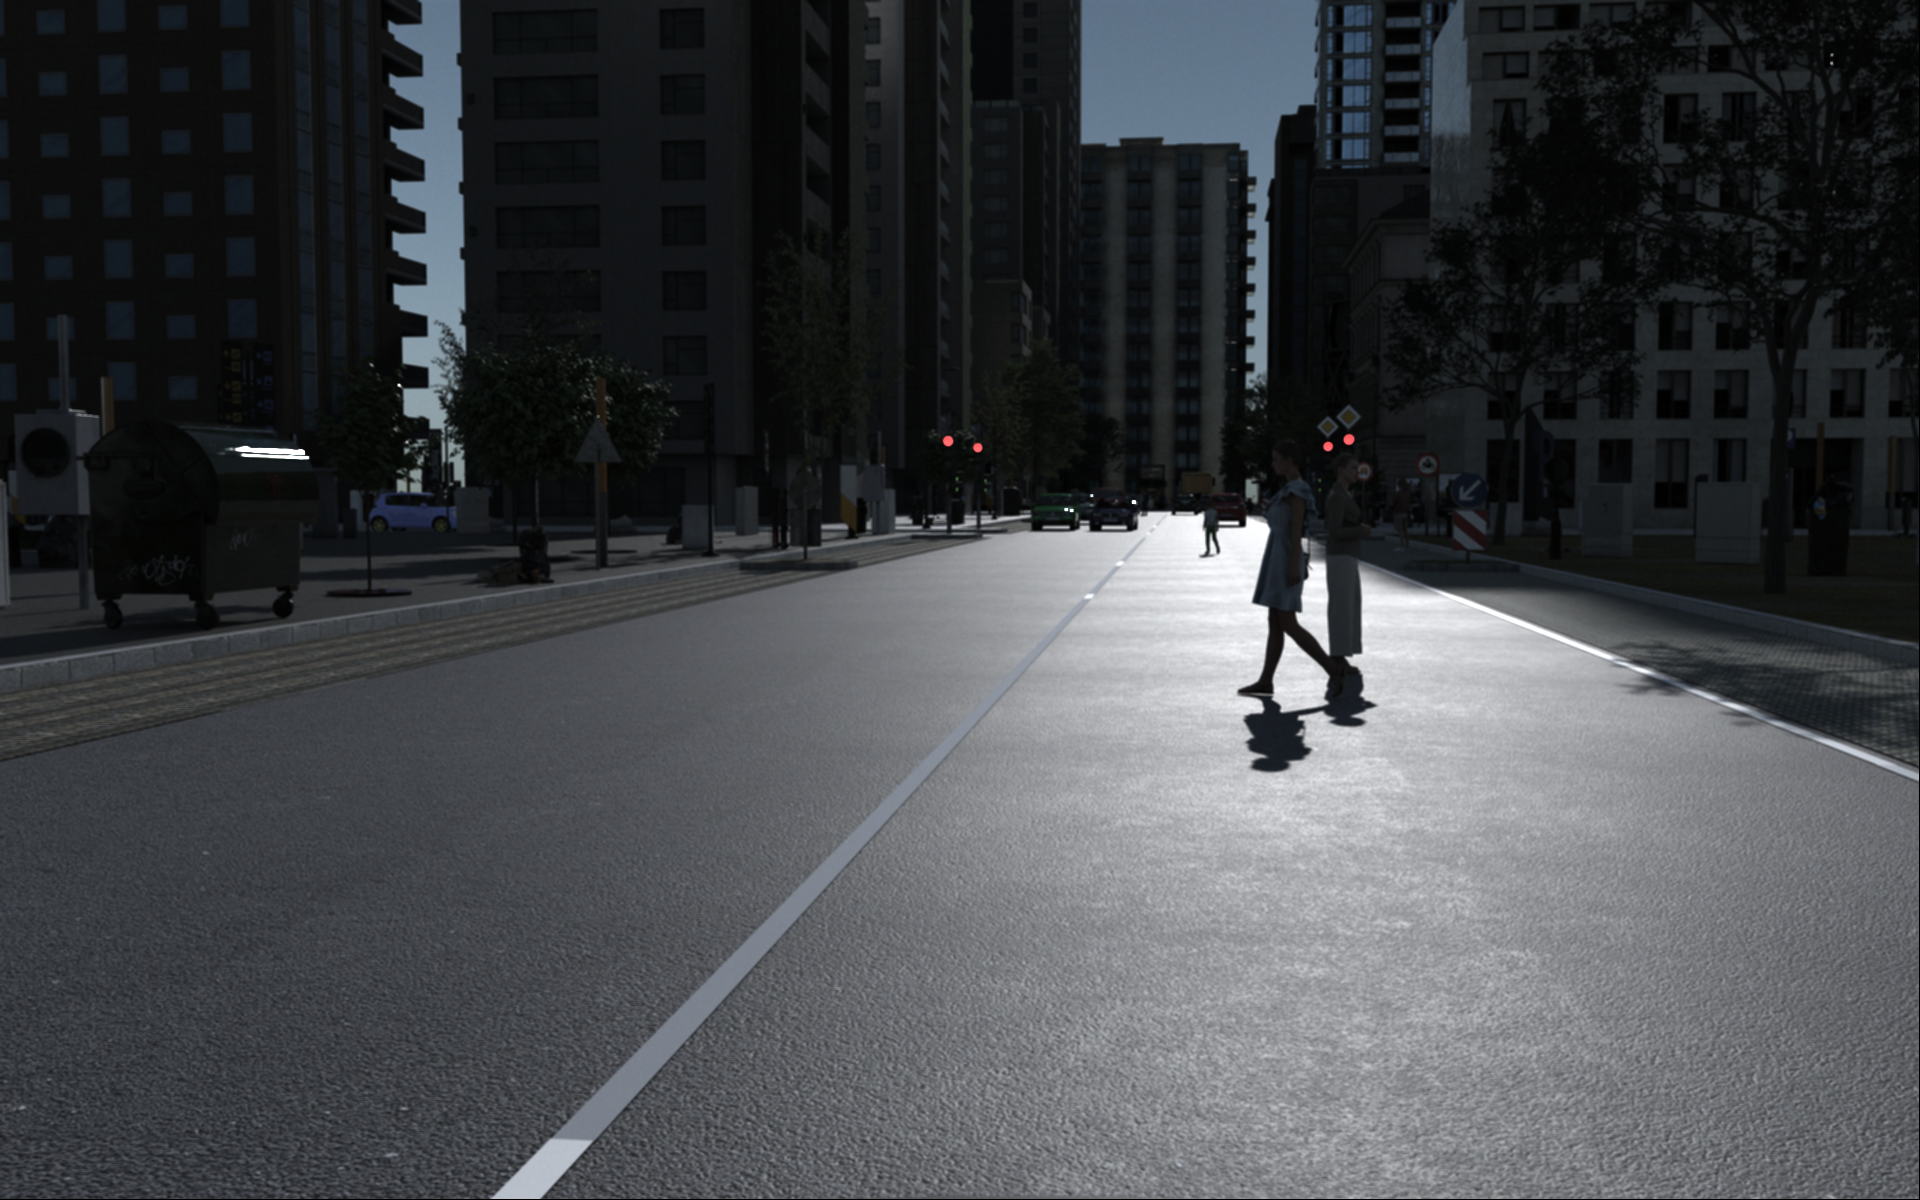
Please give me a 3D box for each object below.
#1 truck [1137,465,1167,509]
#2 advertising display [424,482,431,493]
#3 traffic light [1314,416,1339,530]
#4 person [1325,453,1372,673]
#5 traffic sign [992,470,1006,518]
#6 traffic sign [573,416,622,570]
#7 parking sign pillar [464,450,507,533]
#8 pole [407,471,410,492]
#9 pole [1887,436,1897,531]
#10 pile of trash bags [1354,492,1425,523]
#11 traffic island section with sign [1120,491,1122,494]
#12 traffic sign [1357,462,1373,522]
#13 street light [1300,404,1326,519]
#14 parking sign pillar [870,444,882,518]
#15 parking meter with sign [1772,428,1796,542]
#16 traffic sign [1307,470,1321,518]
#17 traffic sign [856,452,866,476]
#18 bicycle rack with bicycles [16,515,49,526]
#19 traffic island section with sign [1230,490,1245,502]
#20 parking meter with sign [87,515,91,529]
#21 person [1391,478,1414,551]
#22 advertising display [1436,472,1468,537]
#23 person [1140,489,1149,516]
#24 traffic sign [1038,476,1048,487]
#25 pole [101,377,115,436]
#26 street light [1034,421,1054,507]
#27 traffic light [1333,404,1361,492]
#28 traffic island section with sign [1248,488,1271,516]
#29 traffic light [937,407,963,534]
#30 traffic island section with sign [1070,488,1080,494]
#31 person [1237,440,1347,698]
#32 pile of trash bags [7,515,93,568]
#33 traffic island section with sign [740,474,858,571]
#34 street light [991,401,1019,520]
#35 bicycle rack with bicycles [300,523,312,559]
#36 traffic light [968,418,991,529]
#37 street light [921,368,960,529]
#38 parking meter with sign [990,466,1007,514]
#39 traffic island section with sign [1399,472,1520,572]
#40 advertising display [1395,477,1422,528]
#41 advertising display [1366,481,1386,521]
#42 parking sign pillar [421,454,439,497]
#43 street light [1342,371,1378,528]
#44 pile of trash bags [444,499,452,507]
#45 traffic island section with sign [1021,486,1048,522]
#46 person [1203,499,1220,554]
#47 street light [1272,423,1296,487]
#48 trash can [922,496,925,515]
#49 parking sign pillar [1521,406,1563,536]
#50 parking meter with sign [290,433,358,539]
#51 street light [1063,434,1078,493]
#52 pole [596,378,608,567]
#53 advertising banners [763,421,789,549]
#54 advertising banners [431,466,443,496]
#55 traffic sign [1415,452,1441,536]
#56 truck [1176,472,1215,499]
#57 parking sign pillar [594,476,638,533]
[{"bbox_3d":[18.608,-10.942,167.818,2.839,4.237,11.283,0,4,7],"label":"truck"},{"bbox_3d":[-29.394,-5.531,95.651,0.123,1.923,0.974,0,4,0],"label":"advertising display"},{"bbox_3d":[13.165,-4.481,62.190,0.839,4.253,0.868,0,4,7],"label":"traffic light"},{"bbox_3d":[3.104,-0.294,13.854,0.362,1.759,0.519,1,4,17],"label":"person"},{"bbox_3d":[2.080,-5.670,92.805,0.768,2.556,0.104,1,4,9],"label":"traffic sign"},{"bbox_3d":[-6.082,-1.775,29.028,0.884,2.594,0.081,1,4,16],"label":"traffic sign"},{"bbox_3d":[-15.837,-4.229,57.621,1.447,3.967,1.447,2,4,32],"label":"parking sign pillar"},{"bbox_3d":[-40.526,-8.161,127.268,0.158,3.312,0.155,0,3,0],"label":"pole"},{"bbox_3d":[32.543,-4.075,60.471,0.158,3.312,0.155,0,3,0],"label":"pole"},{"bbox_3d":[19.229,-4.107,76.895,3.447,1.369,1.912,1,4,10],"label":"pile of trash bags"},{"bbox_3d":[17.794,-11.251,192.579,1.989,1.847,2.006,0,4,7],"label":"traffic island section with sign"},{"bbox_3d":[16.054,-4.206,68.871,0.768,2.556,0.104,1,4,12],"label":"traffic sign"},{"bbox_3d":[18.164,-7.121,88.963,1.470,5.913,1.316,0,4,7],"label":"street light"},{"bbox_3d":[-4.823,-6.485,94.506,1.447,3.967,1.447,1,4,17],"label":"parking sign pillar"},{"bbox_3d":[22.225,-3.082,46.659,0.543,3.016,1.738,2,4,29],"label":"parking meter with sign"},{"bbox_3d":[18.945,-5.654,92.543,0.768,2.556,0.104,1,4,9],"label":"traffic sign"},{"bbox_3d":[-3.197,-3.160,51.780,0.768,2.556,0.104,1,4,17],"label":"traffic sign"},{"bbox_3d":[-38.393,-3.505,70.694,2.852,0.926,2.925,2,4,28],"label":"bicycle rack with bicycles"},{"bbox_3d":[26.445,-9.479,163.611,1.989,1.847,2.006,0,4,7],"label":"traffic island section with sign"},{"bbox_3d":[-23.529,-3.191,48.440,1.738,3.016,0.543,-3,5,-43],"label":"parking meter with sign"},{"bbox_3d":[11.091,-2.138,43.434,0.573,1.828,0.580,1,4,10],"label":"person"},{"bbox_3d":[14.635,-2.826,51.419,0.974,1.923,0.123,0,4,0],"label":"advertising display"},{"bbox_3d":[12.314,-6.513,115.166,0.419,1.800,0.721,-2,4,-31],"label":"person"},{"bbox_3d":[5.737,-7.329,119.932,0.768,2.556,0.104,1,4,13],"label":"traffic sign"},{"bbox_3d":[-14.856,-2.227,30.262,0.158,3.312,0.155,0,3,0],"label":"pole"},{"bbox_3d":[5.287,-8.410,110.052,1.470,5.913,1.316,0,4,7],"label":"street light"},{"bbox_3d":[12.131,-3.997,54.271,0.839,4.253,0.868,0,4,7],"label":"traffic light"},{"bbox_3d":[19.918,-6.424,113.658,1.989,1.847,2.006,0,4,7],"label":"traffic island section with sign"},{"bbox_3d":[-0.327,-4.095,55.876,0.839,4.253,0.868,0,4,7],"label":"traffic light"},{"bbox_3d":[7.678,-6.507,115.017,1.989,1.847,2.006,0,4,7],"label":"traffic island section with sign"},{"bbox_3d":[2.359,-0.223,12.234,0.778,1.811,0.616,1,4,23],"label":"person"},{"bbox_3d":[-17.129,-1.273,30.562,3.447,1.369,1.912,-1,4,-10],"label":"pile of trash bags"},{"bbox_3d":[-3.018,-1.501,33.165,1.989,1.847,2.006,0,4,7],"label":"traffic island section with sign"},{"bbox_3d":[2.271,-7.001,87.002,1.470,5.913,1.316,0,4,7],"label":"street light"},{"bbox_3d":[-13.947,-1.241,33.670,2.852,0.926,2.925,1,4,16],"label":"bicycle rack with bicycles"},{"bbox_3d":[0.707,-4.579,63.794,0.839,4.253,0.868,0,4,7],"label":"traffic light"},{"bbox_3d":[-0.705,-5.586,63.868,1.470,5.913,1.316,0,4,7],"label":"street light"},{"bbox_3d":[2.636,-6.939,109.712,0.543,3.016,1.738,2,4,35],"label":"parking meter with sign"},{"bbox_3d":[9.340,-1.463,32.554,1.989,1.847,2.006,0,4,7],"label":"traffic island section with sign"},{"bbox_3d":[16.958,-3.692,65.583,0.974,1.923,0.123,2,4,26],"label":"advertising display"},{"bbox_3d":[20.141,-4.812,83.886,0.974,1.923,0.123,1,4,12],"label":"advertising display"},{"bbox_3d":[-35.053,-7.734,114.928,1.447,3.967,1.447,1,4,18],"label":"parking sign pillar"},{"bbox_3d":[15.161,-5.698,65.697,1.470,5.913,1.316,0,4,7],"label":"street light"},{"bbox_3d":[-27.677,-4.913,90.080,1.912,1.369,3.447,1,4,9],"label":"pile of trash bags"},{"bbox_3d":[4.179,-4.872,88.289,1.989,1.847,2.006,0,4,7],"label":"traffic island section with sign"},{"bbox_3d":[6.019,-1.753,41.411,0.306,1.304,0.590,-1,4,-20],"label":"person"},{"bbox_3d":[21.330,-8.596,113.089,1.470,5.913,1.316,0,4,7],"label":"street light"},{"bbox_3d":[-2.369,-5.658,104.166,0.748,1.137,0.748,0,3,0],"label":"trash can"},{"bbox_3d":[17.796,-3.958,53.183,1.447,3.967,1.447,3,5,42],"label":"parking sign pillar"},{"bbox_3d":[-18.326,-3.283,49.944,1.738,3.016,0.543,-1,4,-10],"label":"parking meter with sign"},{"bbox_3d":[8.510,-9.849,133.565,1.470,5.913,1.316,0,4,7],"label":"street light"},{"bbox_3d":[-6.306,-2.241,30.490,0.158,3.312,0.155,0,3,0],"label":"pole"},{"bbox_3d":[-4.377,-2.744,41.056,0.090,3.025,2.074,-1,4,-21],"label":"advertising banners"},{"bbox_3d":[-32.638,-6.814,107.591,2.074,3.025,0.090,3,5,43],"label":"advertising banners"},{"bbox_3d":[14.251,-3.223,52.810,0.768,2.556,0.104,1,4,12],"label":"traffic sign"},{"bbox_3d":[20.624,-9.499,151.236,3.469,3.379,9.791,0,4,7],"label":"truck"},{"bbox_3d":[-11.395,-4.206,57.247,1.447,3.967,1.447,1,4,23],"label":"parking sign pillar"}]
